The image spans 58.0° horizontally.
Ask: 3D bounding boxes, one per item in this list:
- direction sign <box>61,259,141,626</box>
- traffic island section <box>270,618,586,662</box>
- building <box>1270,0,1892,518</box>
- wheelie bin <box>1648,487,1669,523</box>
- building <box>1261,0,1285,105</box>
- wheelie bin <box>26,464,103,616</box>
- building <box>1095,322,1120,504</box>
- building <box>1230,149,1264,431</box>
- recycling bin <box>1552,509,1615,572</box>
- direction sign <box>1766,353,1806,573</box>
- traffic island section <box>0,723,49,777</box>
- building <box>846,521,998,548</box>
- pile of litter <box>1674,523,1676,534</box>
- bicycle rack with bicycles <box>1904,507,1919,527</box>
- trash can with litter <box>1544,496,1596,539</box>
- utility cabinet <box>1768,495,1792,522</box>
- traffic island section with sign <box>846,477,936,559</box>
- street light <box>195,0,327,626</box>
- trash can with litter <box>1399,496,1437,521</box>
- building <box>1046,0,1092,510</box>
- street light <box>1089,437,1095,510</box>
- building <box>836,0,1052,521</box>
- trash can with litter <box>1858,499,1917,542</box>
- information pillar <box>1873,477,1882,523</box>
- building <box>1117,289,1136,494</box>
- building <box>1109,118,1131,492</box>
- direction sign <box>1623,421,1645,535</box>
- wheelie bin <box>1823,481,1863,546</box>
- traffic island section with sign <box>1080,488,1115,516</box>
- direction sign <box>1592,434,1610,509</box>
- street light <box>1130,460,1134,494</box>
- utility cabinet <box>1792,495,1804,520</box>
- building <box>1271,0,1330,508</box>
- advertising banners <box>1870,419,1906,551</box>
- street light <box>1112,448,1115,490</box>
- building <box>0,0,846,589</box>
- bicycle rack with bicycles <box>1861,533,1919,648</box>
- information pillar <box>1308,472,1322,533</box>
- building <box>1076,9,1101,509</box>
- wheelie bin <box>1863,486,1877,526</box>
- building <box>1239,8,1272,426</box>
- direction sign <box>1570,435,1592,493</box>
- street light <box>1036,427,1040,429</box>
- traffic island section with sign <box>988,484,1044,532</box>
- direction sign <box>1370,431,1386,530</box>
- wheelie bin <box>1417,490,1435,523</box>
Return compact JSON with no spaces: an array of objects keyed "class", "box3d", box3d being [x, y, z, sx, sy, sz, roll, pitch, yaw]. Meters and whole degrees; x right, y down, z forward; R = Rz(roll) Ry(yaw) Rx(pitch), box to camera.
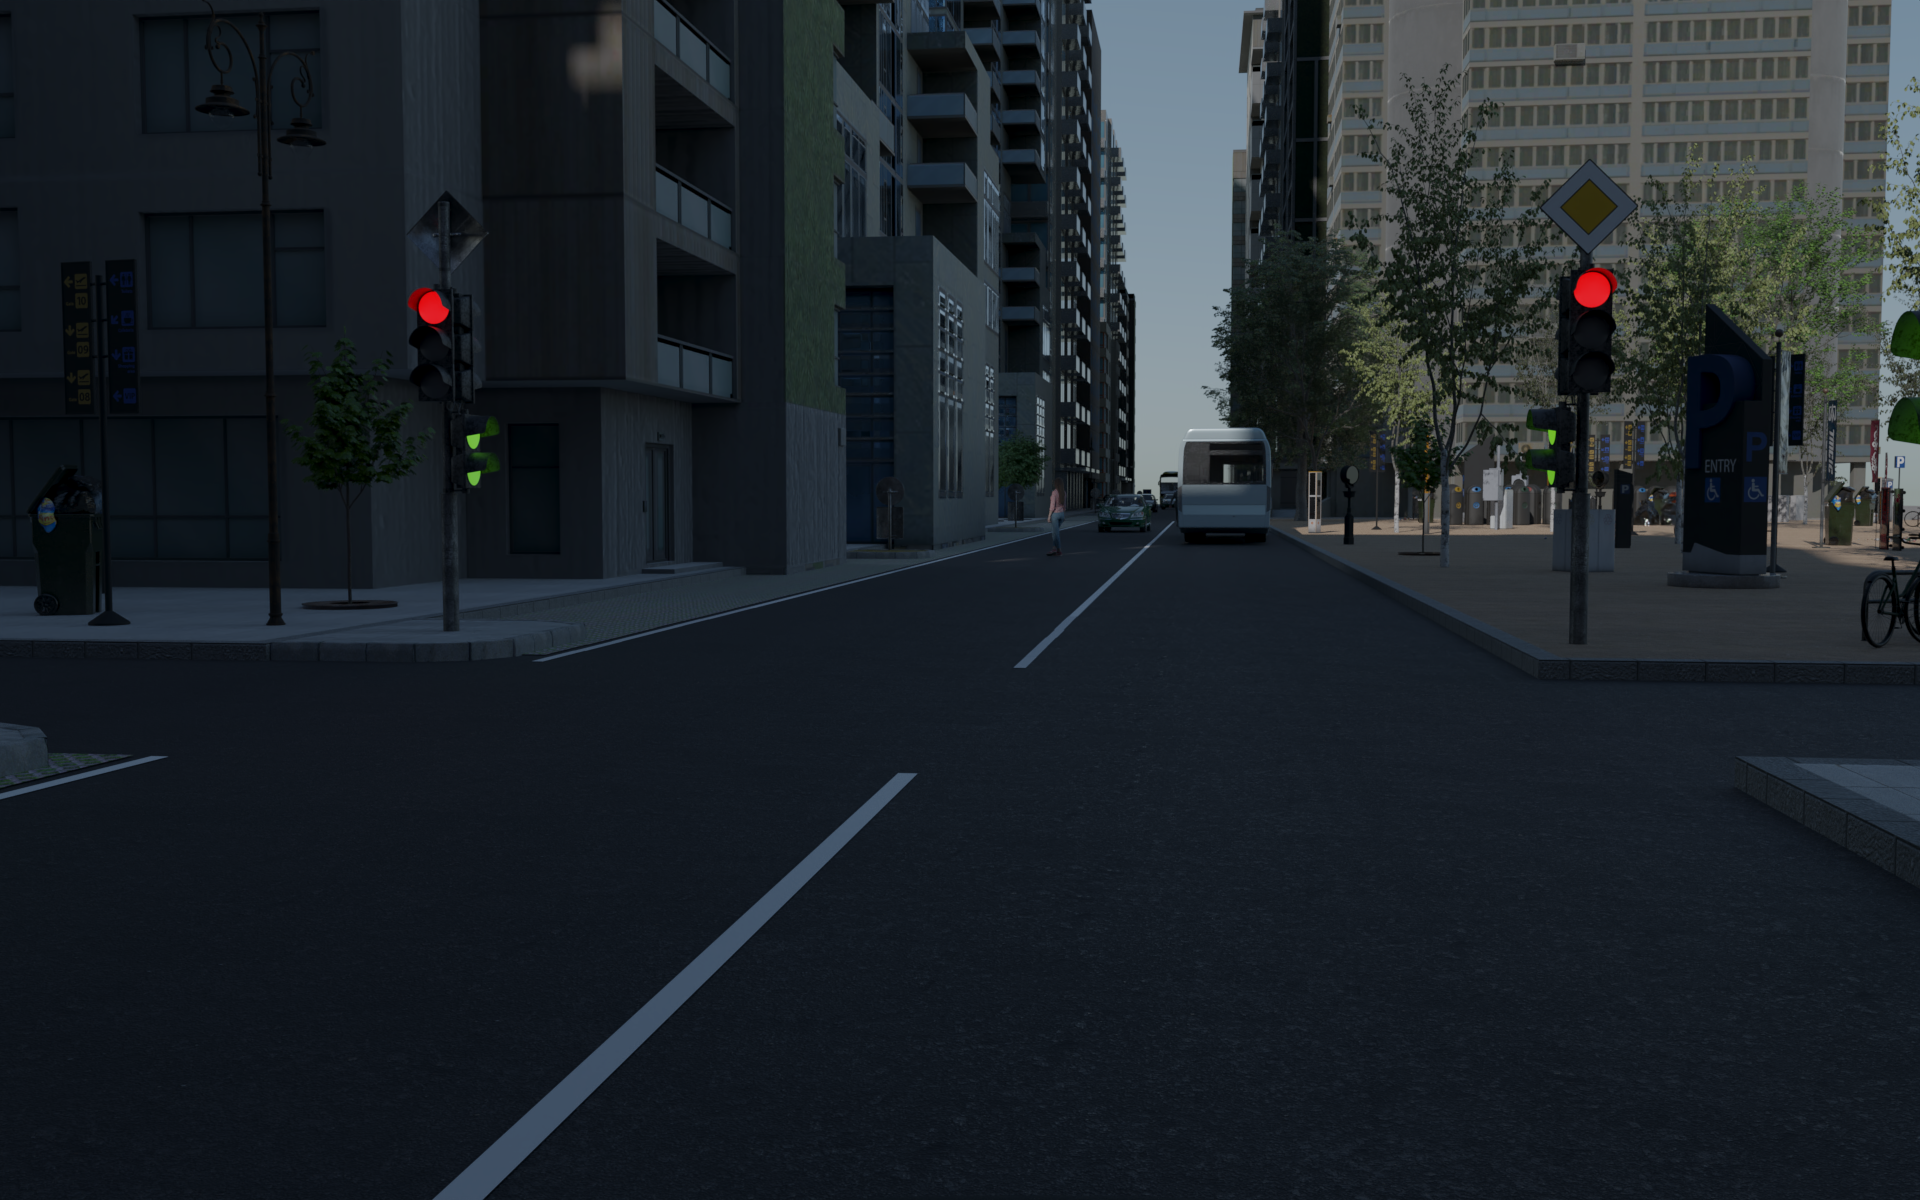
[{"class":"direction sign","box3d":[-8.355,-1.523,16.903,0.876,3.537,0.379,1,4,16]},{"class":"traffic island section","box3d":[-4.783,0.370,16.233,2.009,0.180,2.903,0,4,8]},{"class":"building","box3d":[33.974,-24.904,99.057,32.217,40.220,23.993,0,4,8]},{"class":"wheelie bin","box3d":[31.033,-4.218,76.869,0.980,1.594,0.693,-2,4,-30]},{"class":"building","box3d":[36.814,-32.232,146.602,23.786,49.044,30.456,0,4,8]},{"class":"wheelie bin","box3d":[-9.523,-0.651,18.545,0.693,1.594,0.980,-1,4,-14]},{"class":"building","box3d":[2.964,-21.099,190.005,27.650,21.520,28.899,0,4,8]},{"class":"building","box3d":[39.485,-32.033,207.329,14.154,41.232,14.086,0,4,8]},{"class":"recycling bin","box3d":[10.345,-0.990,28.734,0.722,1.027,0.722,-1,4,-19]},{"class":"direction sign","box3d":[13.365,-2.222,28.327,0.379,3.537,0.876,-2,4,-31]},{"class":"traffic island section","box3d":[-5.892,0.854,8.325,2.009,0.180,2.903,0,4,8]},{"class":"building","box3d":[-9.572,-45.571,57.758,22.319,86.520,31.000,0,4,8]},{"class":"pile of litter","box3d":[22.986,-2.466,54.278,1.719,0.858,1.176,-3,5,-42]},{"class":"bicycle rack with bicycles","box3d":[38.701,-3.317,67.610,2.925,0.926,2.852,3,4,38]},{"class":"trash can with litter","box3d":[17.463,-2.330,49.151,1.678,1.210,2.233,1,4,14]},{"class":"utility cabinet","box3d":[37.434,-4.172,79.380,0.306,1.237,1.020,-3,4,-36]},{"class":"traffic island section with sign","box3d":[-1.602,-1.853,38.917,1.989,1.847,2.006,0,4,8]},{"class":"street light","box3d":[-6.697,-2.690,16.775,0.468,5.910,1.993,0,4,8]},{"class":"trash can with litter","box3d":[22.175,-4.498,84.592,1.678,1.210,2.233,-1,4,-17]},{"class":"building","box3d":[-1.201,-31.707,138.011,23.786,49.044,30.456,0,4,8]},{"class":"street light","box3d":[10.586,-10.204,139.616,0.468,5.910,1.993,0,4,8]},{"class":"building","box3d":[-4.914,-48.538,106.270,22.319,86.520,31.000,0,4,8]},{"class":"trash can with litter","box3d":[25.488,-2.213,47.234,1.678,1.210,2.233,2,4,25]},{"class":"information pillar","box3d":[40.095,-4.356,75.706,0.304,2.012,0.304,2,4,32]},{"class":"building","box3d":[17.101,-28.698,240.919,14.160,30.474,14.107,0,4,8]},{"class":"building","box3d":[9.498,-36.657,218.957,23.786,49.044,30.456,0,4,8]},{"class":"direction sign","box3d":[20.942,-3.784,53.862,0.876,3.537,0.379,-2,4,-27]},{"class":"wheelie bin","box3d":[21.967,-2.162,43.249,0.693,1.594,0.980,1,4,15]},{"class":"traffic island section with sign","box3d":[9.023,-6.491,114.758,1.989,1.847,2.006,0,4,8]},{"class":"direction sign","box3d":[24.247,-4.522,65.939,0.876,3.537,0.379,1,4,22]},{"class":"street light","box3d":[21.993,-15.228,221.771,0.468,5.910,1.993,0,4,8]},{"class":"utility cabinet","box3d":[41.050,-4.507,84.857,1.020,1.237,0.306,-3,4,-38]},{"class":"building","box3d":[31.249,-41.756,120.969,20.563,71.187,20.611,0,4,8]},{"class":"advertising banners","box3d":[21.339,-2.673,39.891,0.090,3.025,2.074,0,4,8]},{"class":"street light","box3d":[15.516,-12.381,175.219,0.468,5.910,1.993,0,4,8]},{"class":"building","box3d":[-10.227,-21.092,28.450,14.154,41.232,14.086,0,4,8]},{"class":"bicycle rack with bicycles","box3d":[8.818,-0.075,14.616,2.925,0.926,2.852,-1,4,-17]},{"class":"information pillar","box3d":[11.612,-3.191,56.672,0.304,2.012,0.304,3,5,44]},{"class":"building","box3d":[5.612,-31.166,159.676,14.600,45.320,14.200,0,4,8]},{"class":"wheelie bin","box3d":[36.232,-3.755,69.301,0.980,1.594,0.693,-3,5,-42]},{"class":"building","box3d":[44.388,-36.457,185.311,28.713,52.752,27.495,0,4,8]},{"class":"direction sign","box3d":[22.005,-4.282,62.000,0.379,3.537,0.876,-2,4,-34]},{"class":"street light","box3d":[3.980,-7.357,93.082,0.468,5.910,1.993,0,4,8]},{"class":"traffic island section with sign","box3d":[2.141,-3.485,65.612,1.989,1.847,2.006,0,4,8]},{"class":"direction sign","box3d":[14.960,-4.287,62.093,0.876,3.537,0.379,-3,5,-40]},{"class":"wheelie bin","box3d":[20.632,-4.201,76.587,0.693,1.594,0.980,0,4,-2]}]
